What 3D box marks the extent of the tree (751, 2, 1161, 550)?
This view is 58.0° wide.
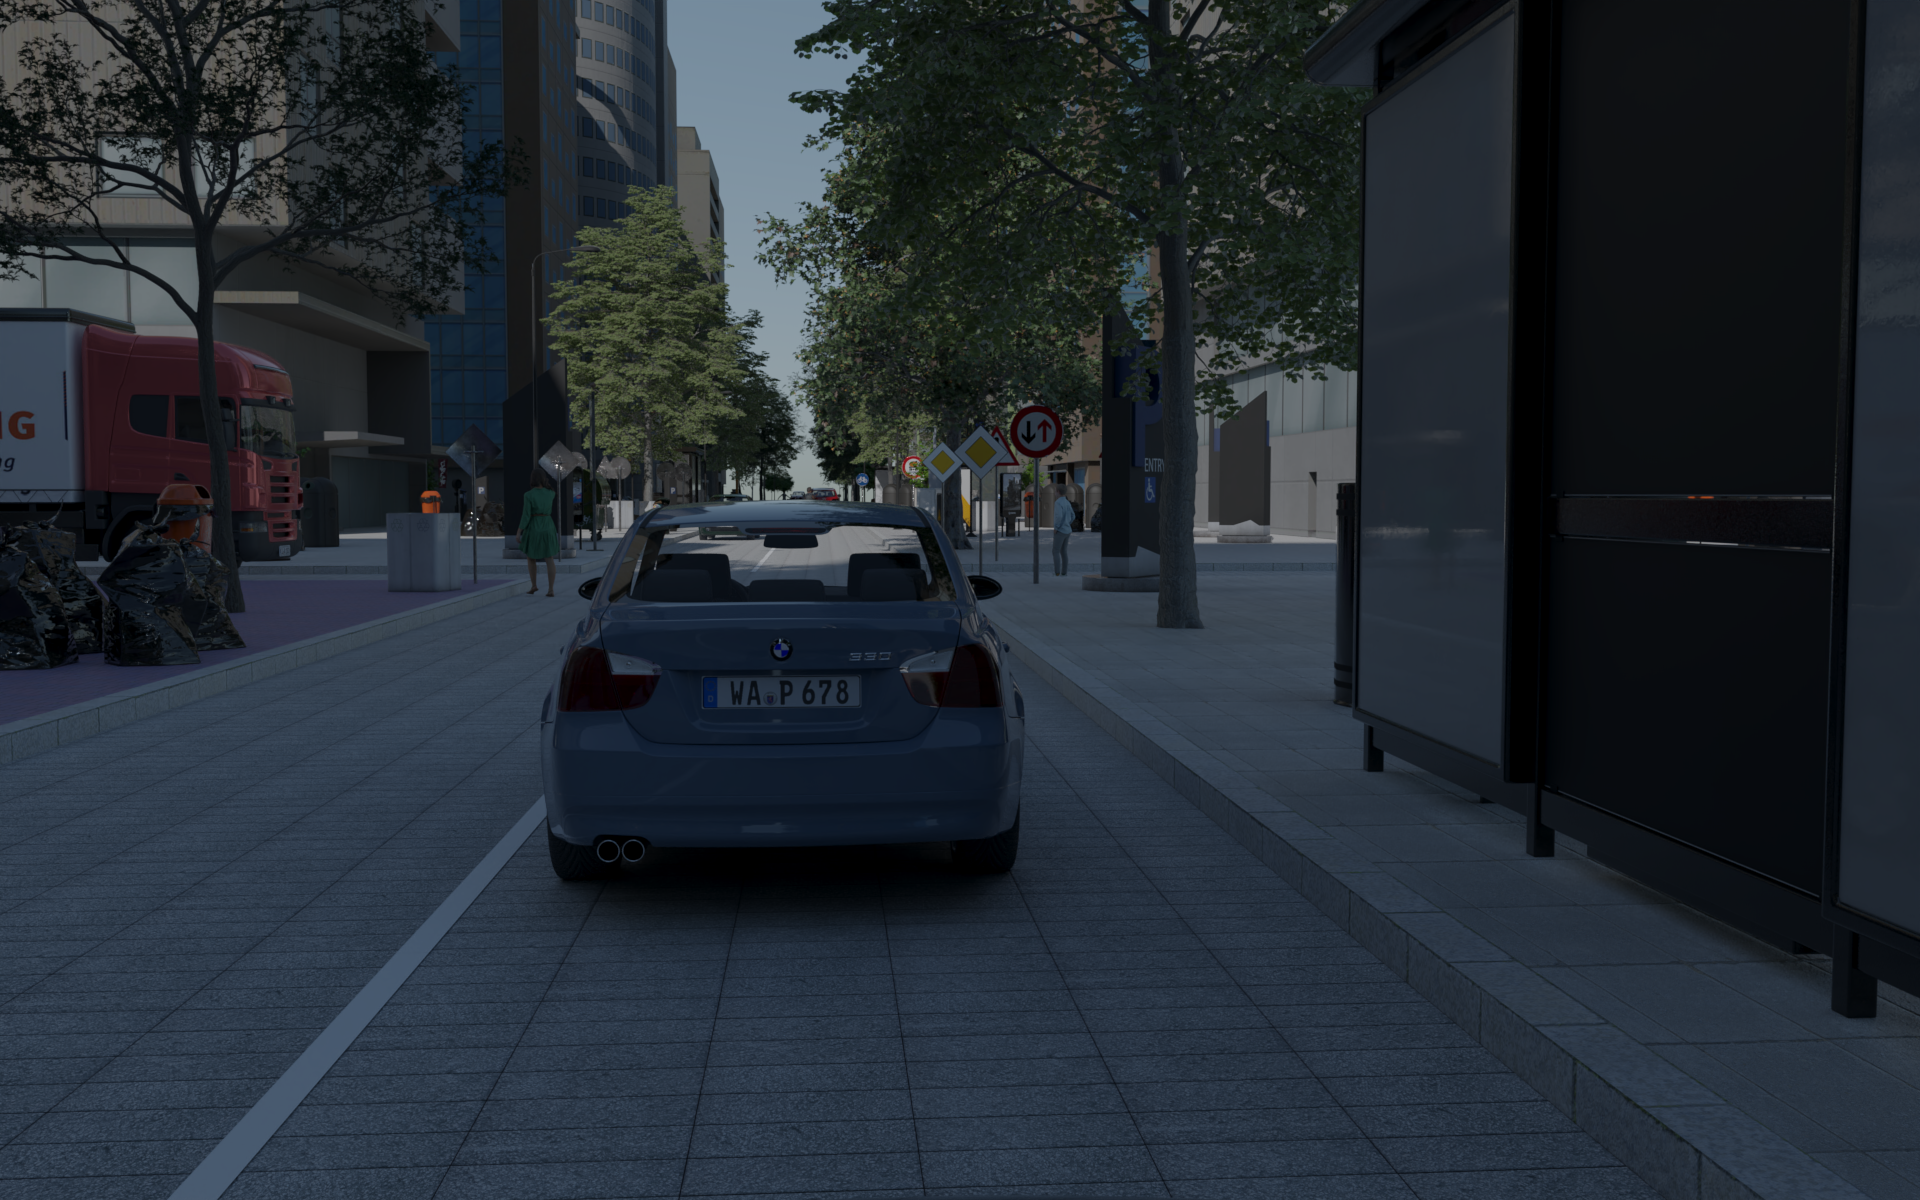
[{"bbox_3d":[-0.106,-7.515,39.873,9.611,12.733,9.660,0,3,0],"label":"tree"}]

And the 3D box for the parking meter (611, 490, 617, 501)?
[{"bbox_3d":[-20.179,-5.657,100.909,0.372,1.533,0.369,0,3,0],"label":"parking meter"}]

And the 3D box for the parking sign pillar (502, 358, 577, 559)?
[{"bbox_3d":[-8.418,-2.819,34.565,1.447,3.967,1.447,0,4,6],"label":"parking sign pillar"}]

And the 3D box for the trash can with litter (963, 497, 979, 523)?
[{"bbox_3d":[0.474,-4.032,77.314,1.055,1.170,0.624,-2,4,-33],"label":"trash can with litter"}]

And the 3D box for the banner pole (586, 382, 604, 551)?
[{"bbox_3d":[-8.211,-2.977,38.694,0.401,3.779,0.863,0,4,-4],"label":"banner pole"}]

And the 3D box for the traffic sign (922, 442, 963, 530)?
[{"bbox_3d":[-0.333,-1.808,33.206,0.795,2.450,0.064,0,4,-5],"label":"traffic sign"}]

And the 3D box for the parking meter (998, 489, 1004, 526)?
[{"bbox_3d":[1.589,-3.721,69.250,0.372,1.533,0.369,0,3,0],"label":"parking meter"}]

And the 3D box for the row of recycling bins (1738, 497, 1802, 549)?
[{"bbox_3d":[20.175,-2.055,40.714,3.534,1.692,1.069,0,3,0],"label":"row of recycling bins"}]

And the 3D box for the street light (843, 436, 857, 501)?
[{"bbox_3d":[-6.497,-8.281,107.928,1.470,5.913,1.316,0,4,-5],"label":"street light"}]

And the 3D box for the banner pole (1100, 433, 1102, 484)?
[{"bbox_3d":[5.902,-4.994,71.676,0.401,3.779,0.863,1,4,22],"label":"banner pole"}]

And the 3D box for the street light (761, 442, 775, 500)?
[{"bbox_3d":[-17.145,-11.131,154.529,1.470,5.913,1.316,0,4,-5],"label":"street light"}]

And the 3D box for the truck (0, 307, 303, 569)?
[{"bbox_3d":[-15.689,-2.340,27.167,11.283,4.237,2.839,0,4,-3],"label":"truck"}]

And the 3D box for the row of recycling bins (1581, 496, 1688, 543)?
[{"bbox_3d":[6.504,-0.786,19.962,3.534,1.692,1.069,0,4,2],"label":"row of recycling bins"}]

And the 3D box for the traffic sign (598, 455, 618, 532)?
[{"bbox_3d":[-11.913,-3.559,58.186,0.884,2.594,0.081,0,4,3],"label":"traffic sign"}]

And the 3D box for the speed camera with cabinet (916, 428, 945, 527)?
[{"bbox_3d":[-0.719,-3.397,49.883,0.660,3.252,2.038,1,4,14],"label":"speed camera with cabinet"}]

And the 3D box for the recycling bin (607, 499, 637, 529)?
[{"bbox_3d":[-12.504,-3.132,63.754,0.722,1.027,0.722,-3,5,-41],"label":"recycling bin"}]

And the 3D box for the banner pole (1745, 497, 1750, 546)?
[{"bbox_3d":[15.960,-2.764,35.208,0.401,3.779,0.863,0,4,5],"label":"banner pole"}]

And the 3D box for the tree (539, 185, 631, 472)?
[{"bbox_3d":[-11.508,-8.898,63.602,7.486,12.596,7.792,0,3,0],"label":"tree"}]

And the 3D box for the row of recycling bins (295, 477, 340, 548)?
[{"bbox_3d":[-16.467,-2.179,42.742,3.534,1.692,1.069,3,5,41],"label":"row of recycling bins"}]

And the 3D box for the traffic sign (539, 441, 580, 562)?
[{"bbox_3d":[-7.556,-1.774,32.655,0.795,2.450,0.064,0,4,-5],"label":"traffic sign"}]

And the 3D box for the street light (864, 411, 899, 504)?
[{"bbox_3d":[-2.794,-5.491,62.314,1.470,5.913,1.316,0,4,-5],"label":"street light"}]

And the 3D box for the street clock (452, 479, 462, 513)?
[{"bbox_3d":[-23.988,-4.773,82.606,0.358,2.002,0.471,2,4,25],"label":"street clock"}]

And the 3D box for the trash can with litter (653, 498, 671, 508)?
[{"bbox_3d":[-9.554,-2.666,54.971,0.624,1.170,1.055,-2,4,-24],"label":"trash can with litter"}]

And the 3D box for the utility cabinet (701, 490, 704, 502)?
[{"bbox_3d":[-12.538,-4.575,83.477,0.318,1.500,1.173,-2,4,-28],"label":"utility cabinet"}]

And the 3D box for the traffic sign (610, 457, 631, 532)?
[{"bbox_3d":[-11.634,-3.616,59.227,0.768,2.556,0.104,0,4,4],"label":"traffic sign"}]

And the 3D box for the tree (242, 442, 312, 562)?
[{"bbox_3d":[-13.546,-2.372,33.377,1.663,3.219,1.824,0,3,0],"label":"tree"}]

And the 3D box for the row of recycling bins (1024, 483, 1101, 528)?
[{"bbox_3d":[3.967,-3.581,65.657,3.534,1.692,1.069,2,4,35],"label":"row of recycling bins"}]

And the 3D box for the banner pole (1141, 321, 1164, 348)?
[{"bbox_3d":[2.723,-2.124,24.741,0.863,3.779,0.401,0,4,-4],"label":"banner pole"}]

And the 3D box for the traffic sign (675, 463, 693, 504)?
[{"bbox_3d":[-11.408,-4.362,71.424,0.768,2.556,0.104,0,4,-1],"label":"traffic sign"}]

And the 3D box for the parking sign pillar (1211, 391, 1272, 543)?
[{"bbox_3d":[7.526,-3.501,45.721,1.447,3.967,1.447,3,4,36],"label":"parking sign pillar"}]

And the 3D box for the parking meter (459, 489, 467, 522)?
[{"bbox_3d":[-22.934,-4.374,79.918,0.372,1.533,0.369,0,3,0],"label":"parking meter"}]

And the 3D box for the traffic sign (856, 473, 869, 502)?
[{"bbox_3d":[-6.018,-6.530,106.866,0.768,2.556,0.104,0,4,2],"label":"traffic sign"}]

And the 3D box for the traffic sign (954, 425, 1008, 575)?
[{"bbox_3d":[0.300,-1.321,25.246,0.795,2.450,0.064,0,4,-5],"label":"traffic sign"}]

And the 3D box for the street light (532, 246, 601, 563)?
[{"bbox_3d":[-7.416,-3.666,32.483,1.470,5.913,1.316,0,4,-5],"label":"street light"}]

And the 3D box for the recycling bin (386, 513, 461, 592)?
[{"bbox_3d":[-7.105,-0.637,22.969,0.722,1.027,0.722,1,4,11],"label":"recycling bin"}]

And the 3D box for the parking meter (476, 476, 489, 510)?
[{"bbox_3d":[-15.355,-3.057,55.689,0.399,1.863,0.255,0,4,5],"label":"parking meter"}]

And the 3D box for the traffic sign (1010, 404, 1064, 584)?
[{"bbox_3d":[1.090,-1.506,24.724,0.768,2.556,0.104,0,4,3],"label":"traffic sign"}]

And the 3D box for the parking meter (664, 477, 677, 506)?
[{"bbox_3d":[-9.845,-3.259,58.997,0.255,1.863,0.399,3,5,41],"label":"parking meter"}]

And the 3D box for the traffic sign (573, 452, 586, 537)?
[{"bbox_3d":[-11.625,-3.190,52.269,0.768,2.556,0.104,0,4,-4],"label":"traffic sign"}]

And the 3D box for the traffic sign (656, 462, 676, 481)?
[{"bbox_3d":[-11.761,-4.233,69.322,0.768,2.556,0.104,0,4,-1],"label":"traffic sign"}]

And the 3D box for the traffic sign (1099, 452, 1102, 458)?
[{"bbox_3d":[2.483,-1.565,25.598,0.884,2.594,0.081,0,4,-1],"label":"traffic sign"}]

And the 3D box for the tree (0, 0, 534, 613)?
[{"bbox_3d":[-8.236,-5.135,18.372,7.601,10.594,8.767,-1,4,-20],"label":"tree"}]

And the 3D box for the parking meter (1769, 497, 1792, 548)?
[{"bbox_3d":[18.511,-2.041,39.076,0.399,1.863,0.255,3,5,43],"label":"parking meter"}]

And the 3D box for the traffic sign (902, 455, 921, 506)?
[{"bbox_3d":[-1.539,-3.497,57.284,0.768,2.556,0.104,0,4,-4],"label":"traffic sign"}]

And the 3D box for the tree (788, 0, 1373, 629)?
[{"bbox_3d":[1.800,-5.988,16.037,7.486,12.596,7.792,0,3,0],"label":"tree"}]

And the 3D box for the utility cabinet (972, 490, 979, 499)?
[{"bbox_3d":[0.533,-5.391,96.825,1.173,1.500,0.318,2,4,26],"label":"utility cabinet"}]

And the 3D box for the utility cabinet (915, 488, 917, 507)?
[{"bbox_3d":[-1.244,-3.776,70.423,0.318,1.500,1.173,3,5,44],"label":"utility cabinet"}]

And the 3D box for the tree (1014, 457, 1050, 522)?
[{"bbox_3d":[3.243,-5.221,79.967,1.663,3.219,1.824,0,3,0],"label":"tree"}]

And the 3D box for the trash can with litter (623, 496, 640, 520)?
[{"bbox_3d":[-16.043,-4.500,84.963,1.055,1.170,0.624,2,4,33],"label":"trash can with litter"}]

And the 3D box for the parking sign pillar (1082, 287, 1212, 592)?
[{"bbox_3d":[2.361,-2.122,23.167,1.447,3.967,1.447,2,4,30],"label":"parking sign pillar"}]

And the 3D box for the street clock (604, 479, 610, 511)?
[{"bbox_3d":[-16.990,-4.781,82.733,0.471,2.002,0.358,-2,4,-32],"label":"street clock"}]

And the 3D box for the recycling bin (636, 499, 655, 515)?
[{"bbox_3d":[-10.895,-2.994,61.513,0.722,1.027,0.722,-3,5,-43],"label":"recycling bin"}]

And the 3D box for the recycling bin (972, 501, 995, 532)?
[{"bbox_3d":[0.789,-2.873,59.520,0.722,1.027,0.722,2,4,30],"label":"recycling bin"}]

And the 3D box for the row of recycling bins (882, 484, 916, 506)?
[{"bbox_3d":[-1.575,-3.718,67.906,3.534,1.692,1.069,2,4,33],"label":"row of recycling bins"}]

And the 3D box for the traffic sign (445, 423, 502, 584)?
[{"bbox_3d":[-6.923,-1.288,24.695,0.795,2.450,0.064,0,4,-5],"label":"traffic sign"}]

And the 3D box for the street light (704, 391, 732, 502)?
[{"bbox_3d":[-10.962,-6.463,78.208,1.470,5.913,1.316,0,4,-5],"label":"street light"}]

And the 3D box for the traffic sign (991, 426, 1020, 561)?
[{"bbox_3d":[0.699,-2.019,33.012,0.884,2.594,0.081,0,4,3],"label":"traffic sign"}]
